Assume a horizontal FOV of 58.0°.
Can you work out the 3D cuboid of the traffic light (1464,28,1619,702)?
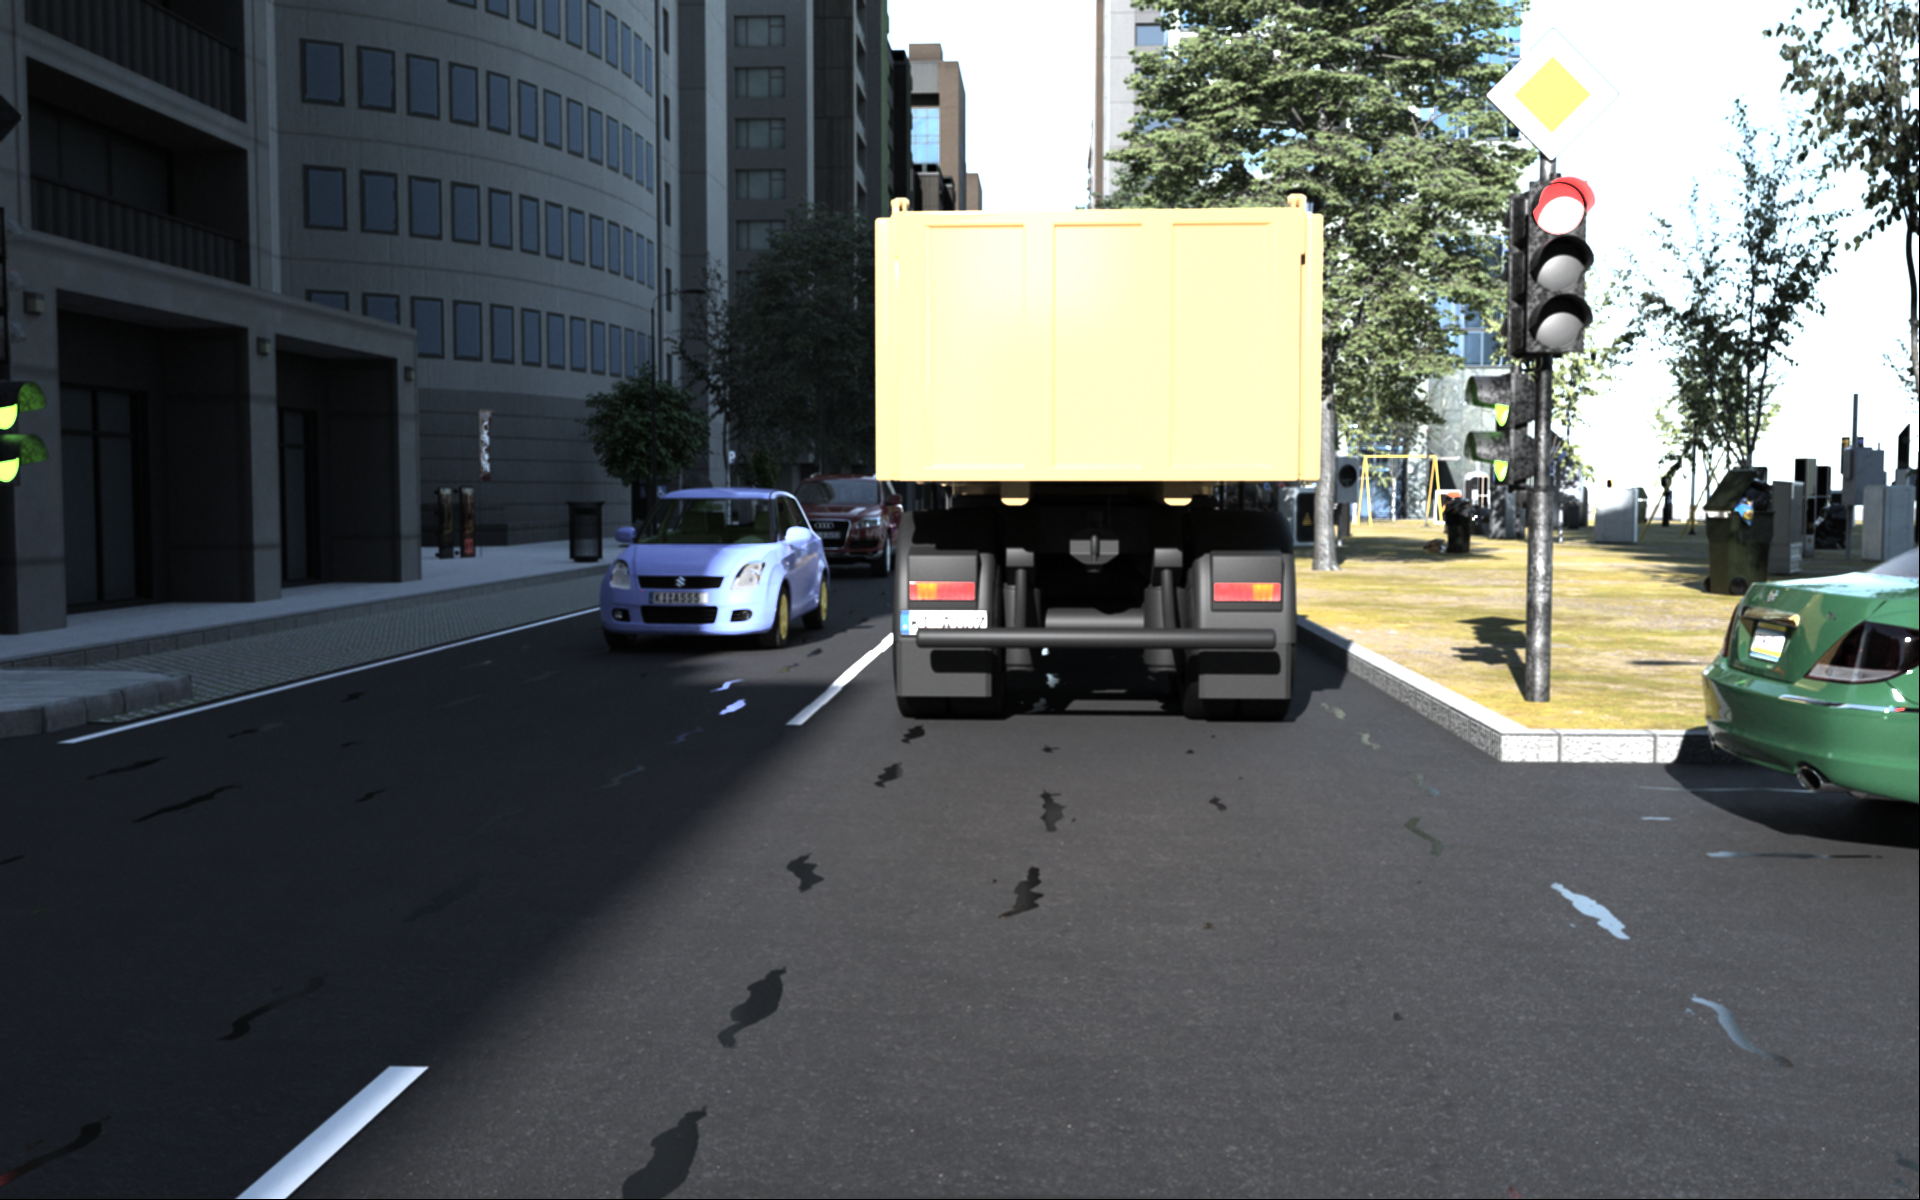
[{"bbox_3d":[3.561,-1.328,10.627,0.839,4.253,0.868,0,4,3],"label":"traffic light"}]

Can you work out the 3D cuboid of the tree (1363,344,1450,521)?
[{"bbox_3d":[20.930,-8.083,82.516,4.360,8.622,3.978,0,3,0],"label":"tree"}]

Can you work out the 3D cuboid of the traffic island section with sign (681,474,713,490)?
[{"bbox_3d":[-5.196,-1.550,33.963,1.989,1.847,2.006,0,4,3],"label":"traffic island section with sign"}]

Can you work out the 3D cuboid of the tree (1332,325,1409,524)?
[{"bbox_3d":[17.044,-7.579,74.286,4.737,8.622,4.395,0,3,0],"label":"tree"}]

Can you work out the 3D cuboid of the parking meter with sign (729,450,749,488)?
[{"bbox_3d":[-8.396,-4.419,68.517,1.738,3.016,0.543,2,4,31],"label":"parking meter with sign"}]

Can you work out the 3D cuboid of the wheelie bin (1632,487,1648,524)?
[{"bbox_3d":[29.450,-4.127,75.385,0.980,1.594,0.693,-1,4,-22],"label":"wheelie bin"}]

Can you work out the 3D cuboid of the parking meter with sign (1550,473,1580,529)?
[{"bbox_3d":[21.832,-4.119,63.614,1.738,3.016,0.543,0,4,7],"label":"parking meter with sign"}]

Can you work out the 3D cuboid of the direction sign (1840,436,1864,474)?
[{"bbox_3d":[35.063,-4.656,68.130,0.379,3.537,0.876,-3,4,-38],"label":"direction sign"}]

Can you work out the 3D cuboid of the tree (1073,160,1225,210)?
[{"bbox_3d":[7.363,-9.632,64.133,9.857,13.997,8.962,0,3,0],"label":"tree"}]

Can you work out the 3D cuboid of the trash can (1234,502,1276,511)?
[{"bbox_3d":[5.331,-1.203,31.316,0.748,1.137,0.748,0,3,0],"label":"trash can"}]

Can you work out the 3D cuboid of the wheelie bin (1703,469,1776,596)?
[{"bbox_3d":[9.960,-0.870,22.139,0.693,1.594,0.980,0,4,-7],"label":"wheelie bin"}]

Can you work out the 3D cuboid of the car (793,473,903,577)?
[{"bbox_3d":[-2.137,-1.410,31.727,2.281,1.827,5.304,0,4,3],"label":"car"}]

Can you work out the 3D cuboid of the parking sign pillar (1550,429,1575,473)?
[{"bbox_3d":[24.377,-5.022,70.580,1.447,3.967,1.447,-2,4,-27],"label":"parking sign pillar"}]

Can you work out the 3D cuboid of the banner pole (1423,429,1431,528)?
[{"bbox_3d":[17.884,-4.661,66.220,0.401,3.779,0.863,0,4,7],"label":"banner pole"}]

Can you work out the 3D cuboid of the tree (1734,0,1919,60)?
[{"bbox_3d":[9.261,-4.015,16.002,4.360,8.622,3.978,0,3,0],"label":"tree"}]

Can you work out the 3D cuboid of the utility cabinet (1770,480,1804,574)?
[{"bbox_3d":[13.273,-1.168,27.771,0.318,1.500,1.173,2,4,34],"label":"utility cabinet"}]

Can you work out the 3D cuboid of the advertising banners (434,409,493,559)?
[{"bbox_3d":[-9.998,-2.376,35.036,0.090,3.025,2.074,1,4,17],"label":"advertising banners"}]

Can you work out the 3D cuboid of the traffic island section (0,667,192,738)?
[{"bbox_3d":[-6.426,0.673,11.285,2.009,0.180,2.903,0,4,3],"label":"traffic island section"}]

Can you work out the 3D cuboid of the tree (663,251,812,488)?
[{"bbox_3d":[-6.932,-6.300,53.363,4.360,8.622,3.978,0,3,0],"label":"tree"}]

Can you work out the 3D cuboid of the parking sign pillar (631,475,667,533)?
[{"bbox_3d":[-8.738,-3.681,48.658,1.447,3.967,1.447,-3,5,-40],"label":"parking sign pillar"}]

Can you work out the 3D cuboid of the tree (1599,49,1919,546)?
[{"bbox_3d":[14.193,-4.961,31.468,4.360,8.622,3.978,0,3,0],"label":"tree"}]

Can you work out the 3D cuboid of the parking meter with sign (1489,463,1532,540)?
[{"bbox_3d":[15.480,-3.235,49.160,0.543,3.016,1.738,3,5,44],"label":"parking meter with sign"}]

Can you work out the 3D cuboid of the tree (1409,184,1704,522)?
[{"bbox_3d":[14.129,-5.562,41.293,4.737,8.622,4.395,0,3,0],"label":"tree"}]

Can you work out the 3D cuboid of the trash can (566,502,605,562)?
[{"bbox_3d":[-7.073,-1.289,32.728,0.748,1.137,0.748,0,3,0],"label":"trash can"}]

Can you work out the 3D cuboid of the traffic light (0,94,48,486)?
[{"bbox_3d":[-6.386,-1.359,11.148,0.839,4.253,0.868,0,4,3],"label":"traffic light"}]

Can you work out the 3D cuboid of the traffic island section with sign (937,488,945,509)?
[{"bbox_3d":[-1.124,-6.153,109.232,1.989,1.847,2.006,0,4,3],"label":"traffic island section with sign"}]

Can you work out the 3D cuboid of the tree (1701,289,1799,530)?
[{"bbox_3d":[26.885,-6.811,61.724,4.737,8.622,4.395,0,3,0],"label":"tree"}]

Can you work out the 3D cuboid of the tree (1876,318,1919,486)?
[{"bbox_3d":[29.374,-6.125,50.508,4.737,8.622,4.395,0,3,0],"label":"tree"}]

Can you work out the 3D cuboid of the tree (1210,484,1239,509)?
[{"bbox_3d":[5.648,-3.341,38.339,4.285,4.588,4.351,0,3,0],"label":"tree"}]

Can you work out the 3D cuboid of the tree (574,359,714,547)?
[{"bbox_3d":[-7.703,-3.580,42.253,4.285,4.588,4.351,0,3,0],"label":"tree"}]

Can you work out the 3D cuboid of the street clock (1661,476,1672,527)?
[{"bbox_3d":[27.874,-3.902,68.361,0.471,2.002,0.358,-3,4,-38],"label":"street clock"}]

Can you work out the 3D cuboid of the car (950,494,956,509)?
[{"bbox_3d":[-0.136,-6.936,123.627,2.015,1.641,3.980,0,4,3],"label":"car"}]

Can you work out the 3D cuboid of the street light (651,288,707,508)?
[{"bbox_3d":[-6.407,-4.081,39.258,1.470,5.913,1.316,0,4,3],"label":"street light"}]

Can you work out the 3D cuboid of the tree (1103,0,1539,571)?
[{"bbox_3d":[5.903,-6.753,28.536,7.486,12.596,7.792,0,3,0],"label":"tree"}]

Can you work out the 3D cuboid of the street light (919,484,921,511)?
[{"bbox_3d":[-2.138,-8.756,115.697,1.470,5.913,1.316,0,4,3],"label":"street light"}]

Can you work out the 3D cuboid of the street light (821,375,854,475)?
[{"bbox_3d":[-4.828,-5.805,67.450,1.470,5.913,1.316,0,4,3],"label":"street light"}]

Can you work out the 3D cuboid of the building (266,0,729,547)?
[{"bbox_3d":[-20.239,-31.232,52.637,21.231,58.520,28.212,0,4,3],"label":"building"}]

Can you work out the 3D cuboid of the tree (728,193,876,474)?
[{"bbox_3d":[-5.823,-10.302,75.091,9.857,13.997,8.962,0,3,0],"label":"tree"}]

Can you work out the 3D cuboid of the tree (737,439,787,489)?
[{"bbox_3d":[-6.934,-3.998,59.961,1.663,3.219,1.824,0,3,0],"label":"tree"}]

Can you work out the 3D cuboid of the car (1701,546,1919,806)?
[{"bbox_3d":[5.727,0.284,7.149,4.920,1.459,2.131,0,4,4],"label":"car"}]

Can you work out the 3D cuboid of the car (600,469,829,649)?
[{"bbox_3d":[-2.365,-0.467,17.219,1.945,1.707,3.694,0,4,4],"label":"car"}]

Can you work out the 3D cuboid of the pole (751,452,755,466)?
[{"bbox_3d":[-10.087,-5.536,84.351,0.158,3.312,0.155,0,3,0],"label":"pole"}]
